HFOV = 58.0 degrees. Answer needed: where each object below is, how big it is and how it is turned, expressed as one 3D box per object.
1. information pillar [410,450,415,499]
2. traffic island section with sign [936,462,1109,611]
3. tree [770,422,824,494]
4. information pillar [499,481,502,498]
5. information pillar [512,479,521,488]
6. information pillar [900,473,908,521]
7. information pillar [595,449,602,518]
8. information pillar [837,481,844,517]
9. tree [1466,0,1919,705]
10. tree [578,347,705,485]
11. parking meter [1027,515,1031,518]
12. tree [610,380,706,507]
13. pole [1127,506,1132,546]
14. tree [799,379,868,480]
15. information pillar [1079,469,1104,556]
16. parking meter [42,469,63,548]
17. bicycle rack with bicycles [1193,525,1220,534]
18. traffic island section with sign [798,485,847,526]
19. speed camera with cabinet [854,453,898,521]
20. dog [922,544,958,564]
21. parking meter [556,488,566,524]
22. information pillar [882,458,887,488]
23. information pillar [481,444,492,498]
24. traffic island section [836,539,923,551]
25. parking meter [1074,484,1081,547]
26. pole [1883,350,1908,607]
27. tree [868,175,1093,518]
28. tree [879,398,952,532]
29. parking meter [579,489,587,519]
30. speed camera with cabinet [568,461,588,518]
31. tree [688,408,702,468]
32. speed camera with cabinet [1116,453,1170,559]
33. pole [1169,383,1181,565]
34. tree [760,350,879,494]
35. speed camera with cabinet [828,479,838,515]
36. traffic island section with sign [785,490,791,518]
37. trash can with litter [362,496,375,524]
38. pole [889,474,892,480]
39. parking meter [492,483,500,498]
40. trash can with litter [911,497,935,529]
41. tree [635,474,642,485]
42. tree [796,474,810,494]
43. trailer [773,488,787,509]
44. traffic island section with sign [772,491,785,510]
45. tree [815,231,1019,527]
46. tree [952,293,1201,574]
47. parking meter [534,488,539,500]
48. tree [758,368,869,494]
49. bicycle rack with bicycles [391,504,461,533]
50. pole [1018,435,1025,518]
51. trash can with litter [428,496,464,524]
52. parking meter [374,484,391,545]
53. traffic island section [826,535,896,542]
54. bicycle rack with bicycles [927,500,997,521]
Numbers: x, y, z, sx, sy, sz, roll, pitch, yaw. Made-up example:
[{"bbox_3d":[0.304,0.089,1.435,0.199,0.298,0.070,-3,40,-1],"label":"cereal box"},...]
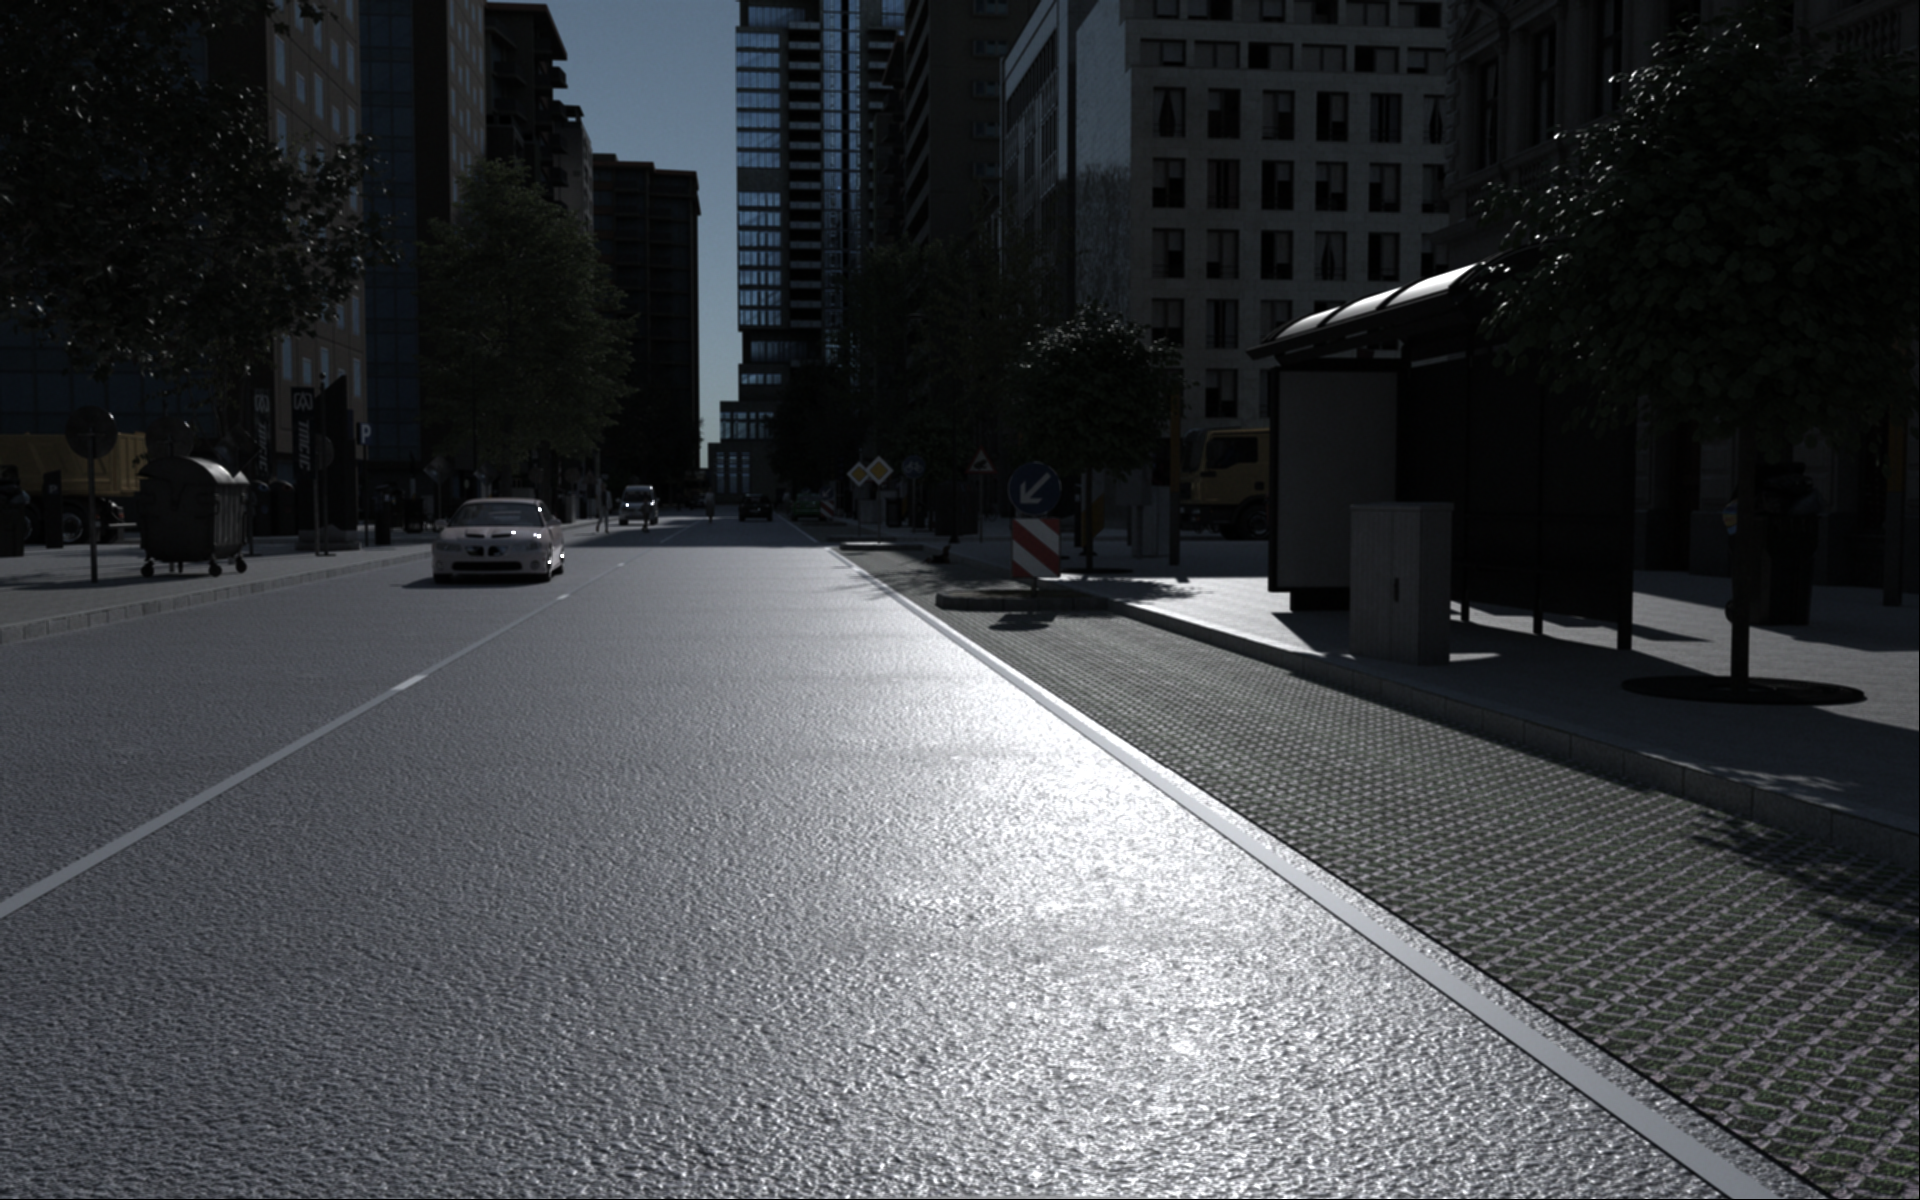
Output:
[{"bbox_3d":[-28.951,-6.130,91.586,0.183,3.616,0.504,-3,4,-38],"label":"information pillar"},{"bbox_3d":[0.723,-0.822,22.060,1.989,1.847,2.006,0,4,-7],"label":"traffic island section with sign"},{"bbox_3d":[-17.496,-16.860,193.794,7.486,12.596,7.792,0,3,0],"label":"tree"},{"bbox_3d":[-24.885,-5.479,94.074,0.304,2.012,0.304,-1,4,-18],"label":"information pillar"},{"bbox_3d":[-21.355,-4.833,83.515,0.304,2.012,0.304,3,4,37],"label":"information pillar"},{"bbox_3d":[-2.649,-5.501,81.294,0.183,3.616,0.504,3,4,36],"label":"information pillar"},{"bbox_3d":[-18.976,-6.092,90.958,0.183,3.616,0.504,-3,5,-44],"label":"information pillar"},{"bbox_3d":[-6.690,-5.651,96.879,0.304,2.012,0.304,-3,4,-37],"label":"information pillar"},{"bbox_3d":[5.097,-1.670,11.022,4.285,4.588,4.351,0,3,0],"label":"tree"},{"bbox_3d":[-26.200,-14.232,143.071,12.009,13.543,11.850,0,3,0],"label":"tree"},{"bbox_3d":[2.409,-3.217,58.313,0.255,1.863,0.399,1,4,12],"label":"parking meter"},{"bbox_3d":[-30.413,-15.719,174.010,9.611,12.733,9.660,0,3,0],"label":"tree"},{"bbox_3d":[4.265,-3.003,42.947,0.158,3.312,0.155,0,3,0],"label":"pole"},{"bbox_3d":[-8.253,-10.080,115.165,4.360,8.622,3.978,0,3,0],"label":"tree"},{"bbox_3d":[2.751,-2.733,36.044,0.504,3.616,0.183,-1,4,-15],"label":"information pillar"},{"bbox_3d":[-21.464,-2.156,40.958,0.399,1.863,0.255,-2,4,-34],"label":"parking meter"},{"bbox_3d":[8.837,-2.631,56.393,2.925,0.926,2.852,-2,4,-27],"label":"bicycle rack with bicycles"},{"bbox_3d":[-6.136,-4.242,77.977,1.989,1.847,2.006,0,4,-7],"label":"traffic island section with sign"},{"bbox_3d":[-4.008,-5.417,82.902,2.038,3.252,0.660,0,4,4],"label":"speed camera with cabinet"},{"bbox_3d":[-0.435,-0.936,35.491,0.748,0.427,0.550,3,5,43],"label":"dog"},{"bbox_3d":[-17.289,-4.075,75.042,0.372,1.533,0.369,0,3,0],"label":"parking meter"},{"bbox_3d":[-4.704,-7.079,107.092,0.183,3.616,0.504,-3,5,-39],"label":"information pillar"},{"bbox_3d":[-21.490,-5.331,78.515,0.504,3.616,0.183,-3,5,-41],"label":"information pillar"},{"bbox_3d":[-2.076,-1.383,44.896,2.009,0.180,2.903,0,4,-7],"label":"traffic island section"},{"bbox_3d":[2.958,-2.051,41.949,0.372,1.533,0.369,0,3,0],"label":"parking meter"},{"bbox_3d":[10.673,-1.583,19.723,0.158,3.312,0.155,0,3,0],"label":"pole"},{"bbox_3d":[1.193,-5.454,39.531,4.737,8.622,4.395,0,3,0],"label":"tree"},{"bbox_3d":[-0.942,-4.610,59.090,4.285,4.588,4.351,0,3,0],"label":"tree"},{"bbox_3d":[-19.462,-4.956,89.439,0.372,1.533,0.369,0,3,0],"label":"parking meter"},{"bbox_3d":[-20.354,-5.982,92.147,0.660,3.252,2.038,-2,4,-26],"label":"speed camera with cabinet"},{"bbox_3d":[-33.918,-17.372,202.164,7.486,12.596,7.792,0,3,0],"label":"tree"},{"bbox_3d":[3.710,-2.484,34.955,0.660,3.252,2.038,1,4,23],"label":"speed camera with cabinet"},{"bbox_3d":[3.873,-2.283,31.169,0.158,3.312,0.155,0,3,0],"label":"pole"},{"bbox_3d":[-11.313,-13.533,138.279,9.611,12.733,9.660,0,3,0],"label":"tree"},{"bbox_3d":[-7.644,-6.769,105.001,0.660,3.252,2.038,0,4,1],"label":"speed camera with cabinet"},{"bbox_3d":[-9.423,-5.878,104.733,1.989,1.847,2.006,0,4,-7],"label":"traffic island section with sign"},{"bbox_3d":[-25.402,-3.936,75.417,1.678,1.210,2.233,0,4,-4],"label":"trash can with litter"},{"bbox_3d":[-3.697,-5.977,91.571,0.158,3.312,0.155,0,3,0],"label":"pole"},{"bbox_3d":[-23.721,-5.060,88.445,0.399,1.863,0.255,-1,4,-11],"label":"parking meter"},{"bbox_3d":[-1.287,-3.246,64.458,1.055,1.170,0.624,1,4,12],"label":"trash can with litter"},{"bbox_3d":[-24.692,-8.203,128.728,1.663,3.219,1.824,0,3,0],"label":"tree"},{"bbox_3d":[-18.744,-15.499,203.765,4.737,8.622,4.395,0,3,0],"label":"tree"},{"bbox_3d":[-17.691,-10.030,171.032,1.471,1.999,3.904,-1,4,-8],"label":"trailer"},{"bbox_3d":[-18.725,-10.517,180.577,1.989,1.847,2.006,0,4,-7],"label":"traffic island section with sign"},{"bbox_3d":[-1.719,-8.666,67.448,9.928,11.665,9.643,0,3,0],"label":"tree"},{"bbox_3d":[2.220,-2.735,28.432,4.285,4.588,4.351,0,3,0],"label":"tree"},{"bbox_3d":[-19.254,-4.285,78.478,0.372,1.533,0.369,0,3,0],"label":"parking meter"},{"bbox_3d":[-13.641,-15.339,161.157,12.009,13.543,11.850,0,3,0],"label":"tree"},{"bbox_3d":[-17.902,-2.802,59.191,2.852,0.926,2.925,1,4,23],"label":"bicycle rack with bicycles"},{"bbox_3d":[1.578,-3.077,44.159,0.158,3.312,0.155,0,3,0],"label":"pole"},{"bbox_3d":[-22.202,-3.923,75.197,2.233,1.210,1.678,-1,4,-14],"label":"trash can with litter"},{"bbox_3d":[-14.568,-2.157,43.679,0.372,1.533,0.369,0,3,0],"label":"parking meter"},{"bbox_3d":[-3.048,-1.868,52.822,2.009,0.180,2.903,0,4,-7],"label":"traffic island section"},{"bbox_3d":[-0.050,-4.162,81.424,2.852,0.926,2.925,-3,5,-40],"label":"bicycle rack with bicycles"}]
